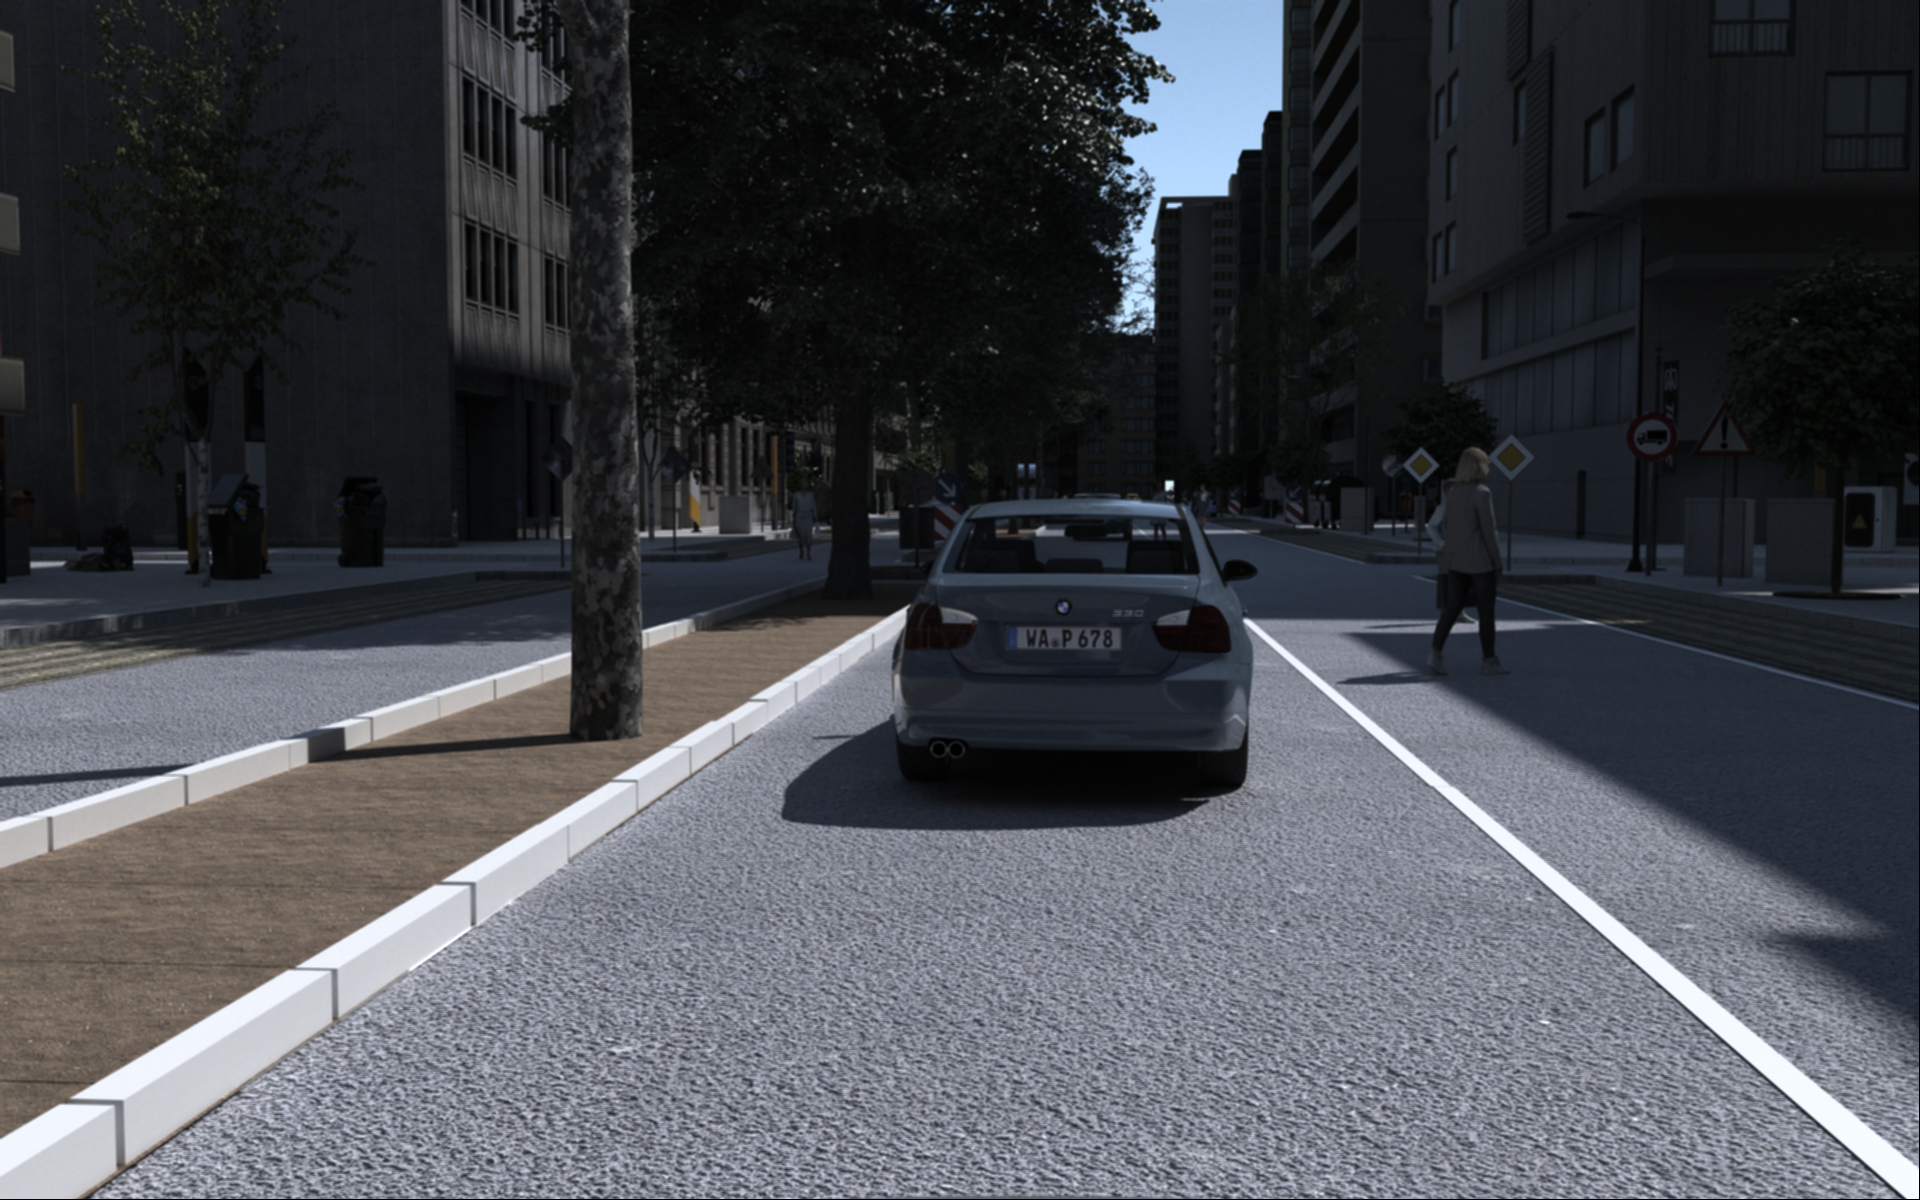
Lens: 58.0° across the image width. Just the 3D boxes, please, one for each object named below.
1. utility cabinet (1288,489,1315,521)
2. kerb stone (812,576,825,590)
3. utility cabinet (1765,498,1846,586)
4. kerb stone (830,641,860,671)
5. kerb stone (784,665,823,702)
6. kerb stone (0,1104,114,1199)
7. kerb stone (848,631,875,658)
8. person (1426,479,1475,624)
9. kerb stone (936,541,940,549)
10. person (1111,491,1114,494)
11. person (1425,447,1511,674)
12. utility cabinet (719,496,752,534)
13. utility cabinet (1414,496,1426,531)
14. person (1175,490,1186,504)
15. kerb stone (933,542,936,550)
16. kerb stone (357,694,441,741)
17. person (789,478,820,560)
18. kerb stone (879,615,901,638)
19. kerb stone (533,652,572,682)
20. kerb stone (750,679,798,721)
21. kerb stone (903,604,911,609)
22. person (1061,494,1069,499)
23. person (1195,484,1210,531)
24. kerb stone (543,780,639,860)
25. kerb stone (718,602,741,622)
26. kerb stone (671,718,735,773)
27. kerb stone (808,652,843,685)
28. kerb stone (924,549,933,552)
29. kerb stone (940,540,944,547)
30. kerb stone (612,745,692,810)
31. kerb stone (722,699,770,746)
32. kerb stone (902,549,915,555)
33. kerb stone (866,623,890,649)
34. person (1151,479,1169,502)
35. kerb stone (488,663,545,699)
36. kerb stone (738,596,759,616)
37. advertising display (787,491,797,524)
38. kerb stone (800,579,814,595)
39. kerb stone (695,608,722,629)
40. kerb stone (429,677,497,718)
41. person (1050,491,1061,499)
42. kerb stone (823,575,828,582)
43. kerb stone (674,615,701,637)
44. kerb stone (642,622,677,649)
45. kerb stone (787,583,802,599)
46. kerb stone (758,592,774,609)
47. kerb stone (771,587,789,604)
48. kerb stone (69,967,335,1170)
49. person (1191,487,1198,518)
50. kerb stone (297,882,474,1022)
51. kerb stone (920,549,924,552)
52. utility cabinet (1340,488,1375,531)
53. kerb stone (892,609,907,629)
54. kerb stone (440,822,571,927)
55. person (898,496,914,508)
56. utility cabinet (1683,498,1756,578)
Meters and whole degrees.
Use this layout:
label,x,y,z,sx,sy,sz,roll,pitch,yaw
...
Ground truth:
label,x,y,z,sx,sy,sz,roll,pitch,yaw
utility cabinet,15.857,-4.387,80.403,1.173,1.500,0.318,2,4,32
kerb stone,-2.189,-0.220,25.787,0.120,0.150,1.000,0,4,5
utility cabinet,12.013,-0.823,24.620,0.306,1.237,1.020,-2,4,-32
kerb stone,-0.976,0.477,14.393,0.120,0.150,1.000,0,4,5
kerb stone,-1.137,0.603,12.349,0.120,0.150,1.000,0,4,5
kerb stone,-1.872,1.165,3.144,0.120,0.150,1.000,0,4,5
kerb stone,-0.903,0.415,15.412,0.120,0.150,1.000,0,4,5
person,5.426,-0.540,19.142,0.589,1.601,0.330,-2,4,-25
kerb stone,-0.686,-1.382,44.793,0.120,0.150,1.000,0,4,5
person,16.075,-10.669,183.760,0.721,1.723,1.217,-1,4,-22
person,4.002,-0.312,13.790,0.728,1.800,0.709,-1,4,-22
utility cabinet,-7.177,-2.704,55.376,1.020,1.237,0.306,1,4,12
utility cabinet,15.998,-3.004,60.271,0.306,1.237,1.020,1,4,9
person,18.430,-8.267,144.382,1.217,1.735,0.721,-2,4,-27
kerb stone,-0.765,-1.318,43.771,0.120,0.150,1.000,0,4,5
kerb stone,-3.400,0.717,10.472,0.120,0.150,1.000,0,4,5
person,-3.358,-1.768,37.754,0.694,1.780,0.624,0,4,6
kerb stone,-0.737,0.290,17.452,0.120,0.150,1.000,0,4,5
kerb stone,-3.161,0.530,13.529,0.120,0.150,1.000,0,4,5
kerb stone,-1.222,0.665,11.331,0.120,0.150,1.000,0,4,5
kerb stone,-0.577,0.167,19.496,0.120,0.150,1.000,0,4,5
person,8.957,-8.344,148.108,0.799,1.438,0.628,-2,4,-33
person,9.499,-3.614,67.606,0.581,1.822,0.654,2,4,25
kerb stone,-1.545,0.920,7.250,0.120,0.150,1.000,0,4,5
kerb stone,-2.674,0.155,19.663,0.120,0.150,1.000,0,4,5
kerb stone,-1.385,0.789,9.293,0.120,0.150,1.000,0,4,5
kerb stone,-1.058,0.540,13.370,0.120,0.150,1.000,0,4,5
kerb stone,-0.846,-1.257,42.750,0.120,0.150,1.000,0,4,5
kerb stone,-0.604,-1.444,45.812,0.120,0.150,1.000,0,4,5
kerb stone,-1.467,0.851,8.275,0.120,0.150,1.000,0,4,5
kerb stone,-1.300,0.740,10.312,0.120,0.150,1.000,0,4,5
kerb stone,-1.169,-1.006,38.641,0.120,0.150,1.000,0,4,5
kerb stone,-0.813,0.352,16.433,0.120,0.150,1.000,0,4,5
person,5.173,-2.239,45.199,0.616,1.811,0.778,1,4,23
kerb stone,-3.238,0.594,12.509,0.120,0.150,1.000,0,4,5
kerb stone,-2.586,0.093,20.681,0.120,0.150,1.000,0,4,5
advertising display,-6.879,-4.198,73.843,0.974,1.923,0.123,0,4,4
kerb stone,-2.267,-0.157,24.765,0.120,0.150,1.000,0,4,5
kerb stone,-2.751,0.218,18.626,0.120,0.150,1.000,0,4,5
kerb stone,-3.324,0.655,11.491,0.120,0.150,1.000,0,4,5
person,10.269,-10.901,186.825,1.348,1.812,0.705,0,4,0
kerb stone,-2.109,-0.279,26.808,0.120,0.150,1.000,0,4,5
kerb stone,-2.832,0.288,17.608,0.120,0.150,1.000,0,4,5
kerb stone,-2.914,0.346,16.589,0.120,0.150,1.000,0,4,5
kerb stone,-2.347,-0.095,23.746,0.120,0.150,1.000,0,4,5
kerb stone,-2.513,0.032,21.700,0.120,0.150,1.000,0,4,5
kerb stone,-2.429,-0.032,22.719,0.120,0.150,1.000,0,4,5
kerb stone,-1.790,1.102,4.171,0.120,0.150,1.000,0,4,5
person,13.268,-5.442,97.435,0.622,1.834,0.822,1,4,19
kerb stone,-1.707,1.043,5.198,0.120,0.150,1.000,0,4,5
kerb stone,-1.012,-1.132,40.696,0.120,0.150,1.000,0,4,5
utility cabinet,13.621,-3.099,59.345,0.318,1.500,1.173,-3,5,-42
kerb stone,-0.660,0.227,18.478,0.120,0.150,1.000,0,4,5
kerb stone,-1.621,0.976,6.230,0.120,0.150,1.000,0,4,5
person,-2.735,-4.725,86.022,0.850,1.792,0.678,3,4,39
utility cabinet,11.757,-0.958,26.828,0.306,1.237,1.020,-2,4,-33
